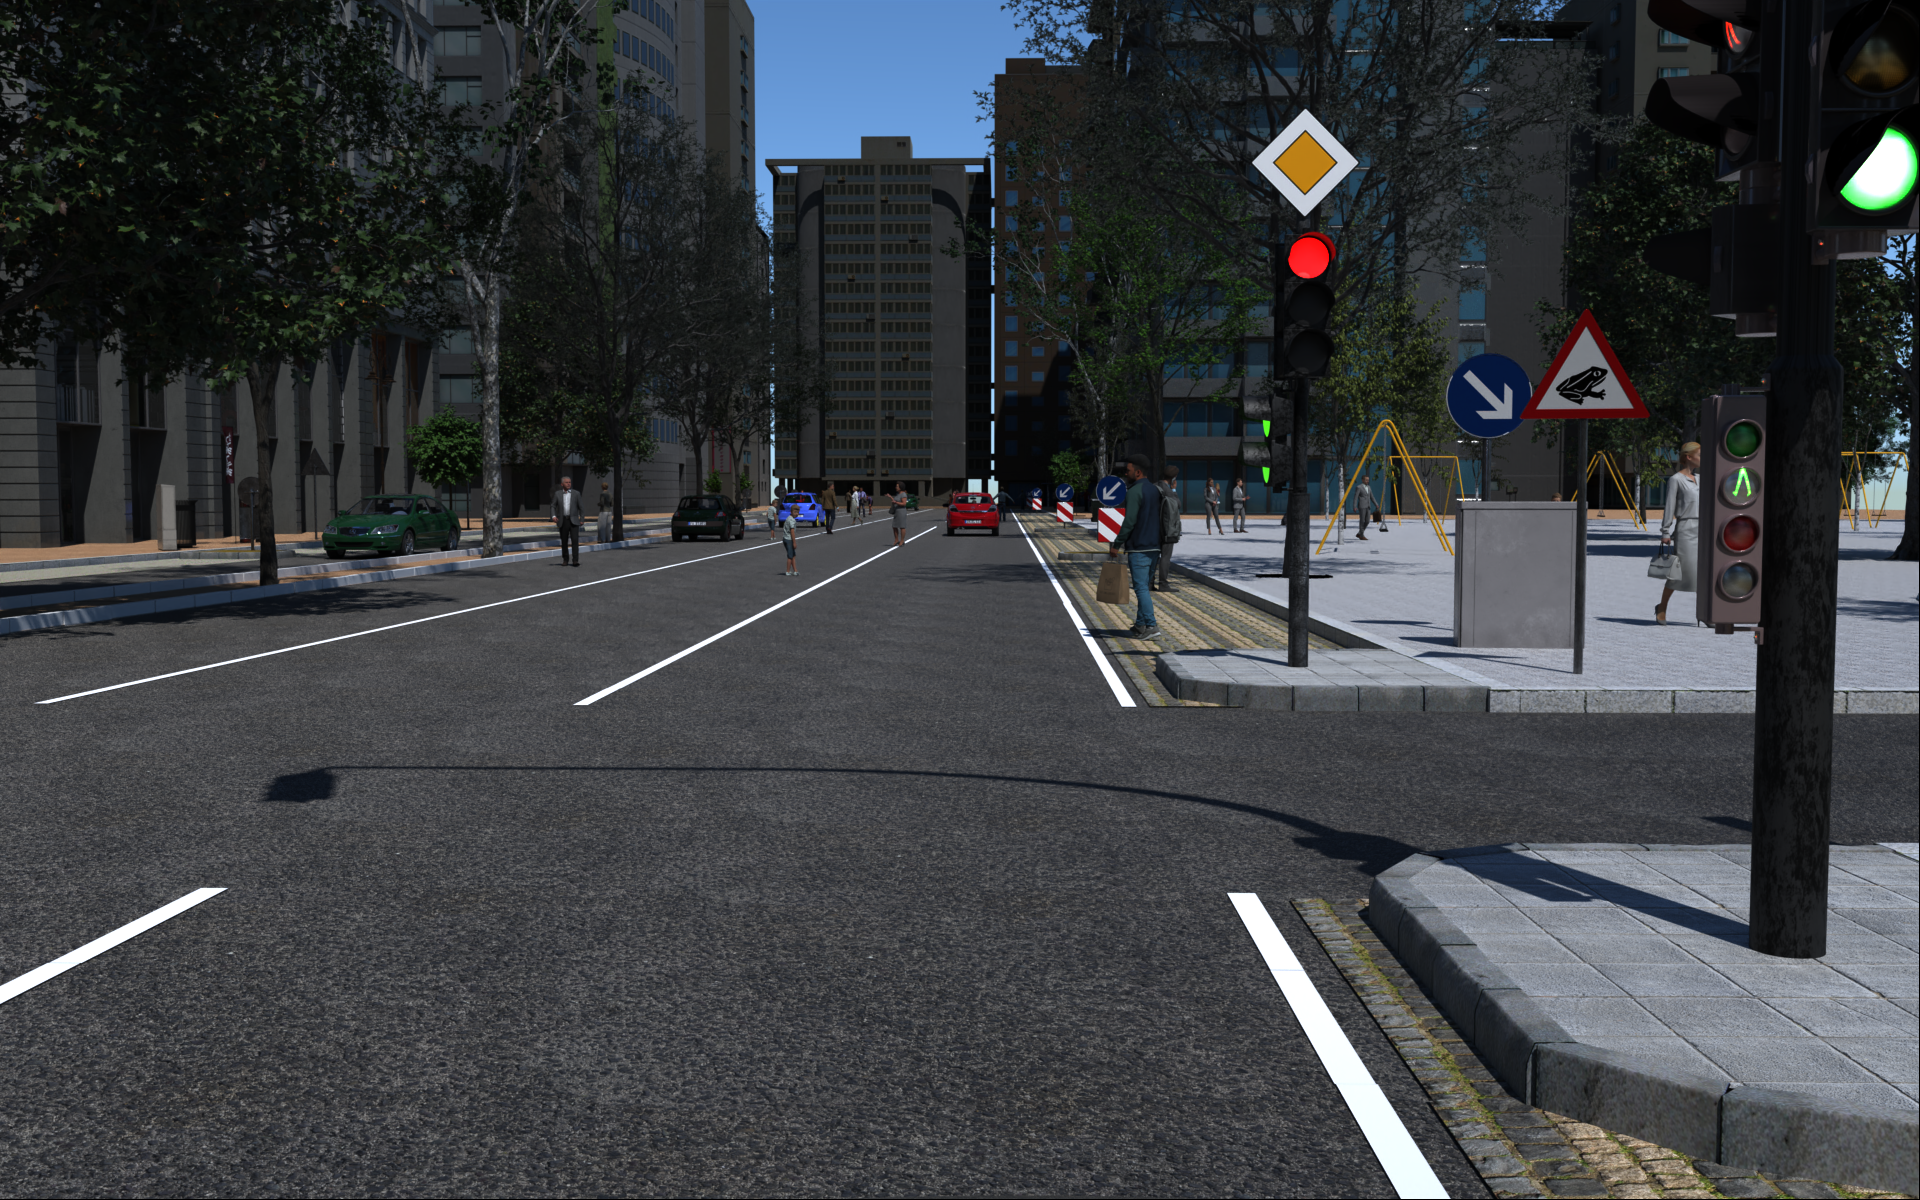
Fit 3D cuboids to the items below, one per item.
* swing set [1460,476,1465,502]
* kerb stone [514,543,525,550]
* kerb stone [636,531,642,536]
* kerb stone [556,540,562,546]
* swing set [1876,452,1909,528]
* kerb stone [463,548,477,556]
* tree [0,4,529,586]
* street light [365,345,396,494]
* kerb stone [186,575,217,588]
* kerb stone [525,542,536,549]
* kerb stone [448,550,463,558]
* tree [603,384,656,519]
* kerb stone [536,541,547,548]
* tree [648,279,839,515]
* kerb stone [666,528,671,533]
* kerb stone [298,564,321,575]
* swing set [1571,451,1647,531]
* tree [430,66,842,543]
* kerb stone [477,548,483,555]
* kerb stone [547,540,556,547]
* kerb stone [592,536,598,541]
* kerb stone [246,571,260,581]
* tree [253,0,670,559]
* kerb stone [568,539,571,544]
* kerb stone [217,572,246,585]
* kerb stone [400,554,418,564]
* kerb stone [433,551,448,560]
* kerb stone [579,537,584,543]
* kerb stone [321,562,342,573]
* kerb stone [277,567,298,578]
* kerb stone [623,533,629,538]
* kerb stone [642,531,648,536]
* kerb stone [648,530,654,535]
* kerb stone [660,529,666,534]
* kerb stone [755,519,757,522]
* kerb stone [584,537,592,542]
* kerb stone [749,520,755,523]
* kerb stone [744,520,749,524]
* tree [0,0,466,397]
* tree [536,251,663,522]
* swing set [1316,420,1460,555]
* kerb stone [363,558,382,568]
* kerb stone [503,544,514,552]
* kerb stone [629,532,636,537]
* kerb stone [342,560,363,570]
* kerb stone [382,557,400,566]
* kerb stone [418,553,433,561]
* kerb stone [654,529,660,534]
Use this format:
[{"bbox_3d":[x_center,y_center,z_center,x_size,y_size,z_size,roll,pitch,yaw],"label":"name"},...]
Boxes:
[{"bbox_3d":[19.037,-4.533,71.740,3.119,2.851,2.862,0,4,-5],"label":"swing set"},{"bbox_3d":[-11.306,-1.335,44.015,0.120,0.150,1.000,0,4,1],"label":"kerb stone"},{"bbox_3d":[-10.956,-2.207,58.370,0.120,0.150,1.000,0,4,1],"label":"kerb stone"},{"bbox_3d":[-11.213,-1.585,48.118,0.120,0.150,1.000,0,4,1],"label":"kerb stone"},{"bbox_3d":[33.885,-4.094,64.563,3.119,2.851,2.862,0,4,-7],"label":"swing set"},{"bbox_3d":[-11.401,-1.080,39.910,0.120,0.150,1.000,0,4,1],"label":"kerb stone"},{"bbox_3d":[-10.618,-5.496,26.728,8.767,10.594,7.601,0,4,1],"label":"tree"},{"bbox_3d":[-17.997,-4.963,53.937,0.468,5.910,1.993,0,4,1],"label":"street light"},{"bbox_3d":[-11.724,-0.263,26.570,0.120,0.150,1.000,0,4,1],"label":"kerb stone"},{"bbox_3d":[-11.285,-1.397,45.037,0.120,0.150,1.000,0,4,1],"label":"kerb stone"},{"bbox_3d":[-11.426,-1.021,38.881,0.120,0.150,1.000,0,4,1],"label":"kerb stone"},{"bbox_3d":[-17.359,-8.445,88.445,4.360,8.622,3.978,0,3,0],"label":"tree"},{"bbox_3d":[-11.254,-1.459,46.071,0.120,0.150,1.000,0,4,1],"label":"kerb stone"},{"bbox_3d":[-9.100,-8.252,71.793,8.767,10.594,7.601,0,4,1],"label":"tree"},{"bbox_3d":[-10.834,-2.526,63.498,0.120,0.150,1.000,0,4,1],"label":"kerb stone"},{"bbox_3d":[-11.626,-0.519,30.675,0.120,0.150,1.000,0,4,1],"label":"kerb stone"},{"bbox_3d":[22.937,-3.931,61.892,2.862,2.851,3.119,1,4,16],"label":"swing set"},{"bbox_3d":[-9.903,-8.374,49.743,12.009,13.543,11.850,0,3,0],"label":"tree"},{"bbox_3d":[-11.379,-1.146,40.932,0.120,0.150,1.000,0,4,1],"label":"kerb stone"},{"bbox_3d":[-11.235,-1.523,47.095,0.120,0.150,1.000,0,4,1],"label":"kerb stone"},{"bbox_3d":[-11.106,-1.833,52.216,0.120,0.150,1.000,0,4,1],"label":"kerb stone"},{"bbox_3d":[-11.673,-0.389,28.624,0.120,0.150,1.000,0,4,1],"label":"kerb stone"},{"bbox_3d":[-11.147,-10.938,37.179,12.611,20.169,13.585,0,3,0],"label":"tree"},{"bbox_3d":[-11.185,-1.648,49.145,0.120,0.150,1.000,0,4,1],"label":"kerb stone"},{"bbox_3d":[-11.701,-0.331,27.602,0.120,0.150,1.000,0,4,1],"label":"kerb stone"},{"bbox_3d":[-11.497,-0.827,35.808,0.120,0.150,1.000,0,4,1],"label":"kerb stone"},{"bbox_3d":[-11.456,-0.958,37.853,0.120,0.150,1.000,0,4,1],"label":"kerb stone"},{"bbox_3d":[-11.156,-1.709,50.172,0.120,0.150,1.000,0,4,1],"label":"kerb stone"},{"bbox_3d":[-11.601,-0.580,31.698,0.120,0.150,1.000,0,4,1],"label":"kerb stone"},{"bbox_3d":[-11.645,-0.456,29.653,0.120,0.150,1.000,0,4,1],"label":"kerb stone"},{"bbox_3d":[-11.012,-2.087,56.324,0.120,0.150,1.000,0,4,1],"label":"kerb stone"},{"bbox_3d":[-10.938,-2.275,59.402,0.120,0.150,1.000,0,4,1],"label":"kerb stone"},{"bbox_3d":[-10.922,-2.338,60.428,0.120,0.150,1.000,0,4,1],"label":"kerb stone"},{"bbox_3d":[-10.863,-2.460,62.475,0.120,0.150,1.000,0,4,1],"label":"kerb stone"},{"bbox_3d":[-10.300,-3.904,86.027,0.120,0.150,1.000,0,4,1],"label":"kerb stone"},{"bbox_3d":[-11.133,-1.774,51.194,0.120,0.150,1.000,0,4,1],"label":"kerb stone"},{"bbox_3d":[-10.326,-3.841,85.002,0.120,0.150,1.000,0,4,1],"label":"kerb stone"},{"bbox_3d":[-10.369,-3.716,82.952,0.120,0.150,1.000,0,4,1],"label":"kerb stone"},{"bbox_3d":[-10.575,-6.025,17.969,9.611,12.733,9.660,0,3,0],"label":"tree"},{"bbox_3d":[-18.403,-9.945,79.602,9.611,12.733,9.660,0,3,0],"label":"tree"},{"bbox_3d":[9.281,-2.463,37.895,2.862,2.851,3.119,1,4,13],"label":"swing set"},{"bbox_3d":[-11.552,-0.708,33.763,0.120,0.150,1.000,0,4,1],"label":"kerb stone"},{"bbox_3d":[-11.328,-1.272,42.989,0.120,0.150,1.000,0,4,1],"label":"kerb stone"},{"bbox_3d":[-10.994,-2.143,57.346,0.120,0.150,1.000,0,4,1],"label":"kerb stone"},{"bbox_3d":[-11.577,-0.644,32.730,0.120,0.150,1.000,0,4,1],"label":"kerb stone"},{"bbox_3d":[-11.530,-0.766,34.786,0.120,0.150,1.000,0,4,1],"label":"kerb stone"},{"bbox_3d":[-11.484,-0.894,36.831,0.120,0.150,1.000,0,4,1],"label":"kerb stone"},{"bbox_3d":[-10.885,-2.400,61.453,0.120,0.150,1.000,0,4,1],"label":"kerb stone"}]
